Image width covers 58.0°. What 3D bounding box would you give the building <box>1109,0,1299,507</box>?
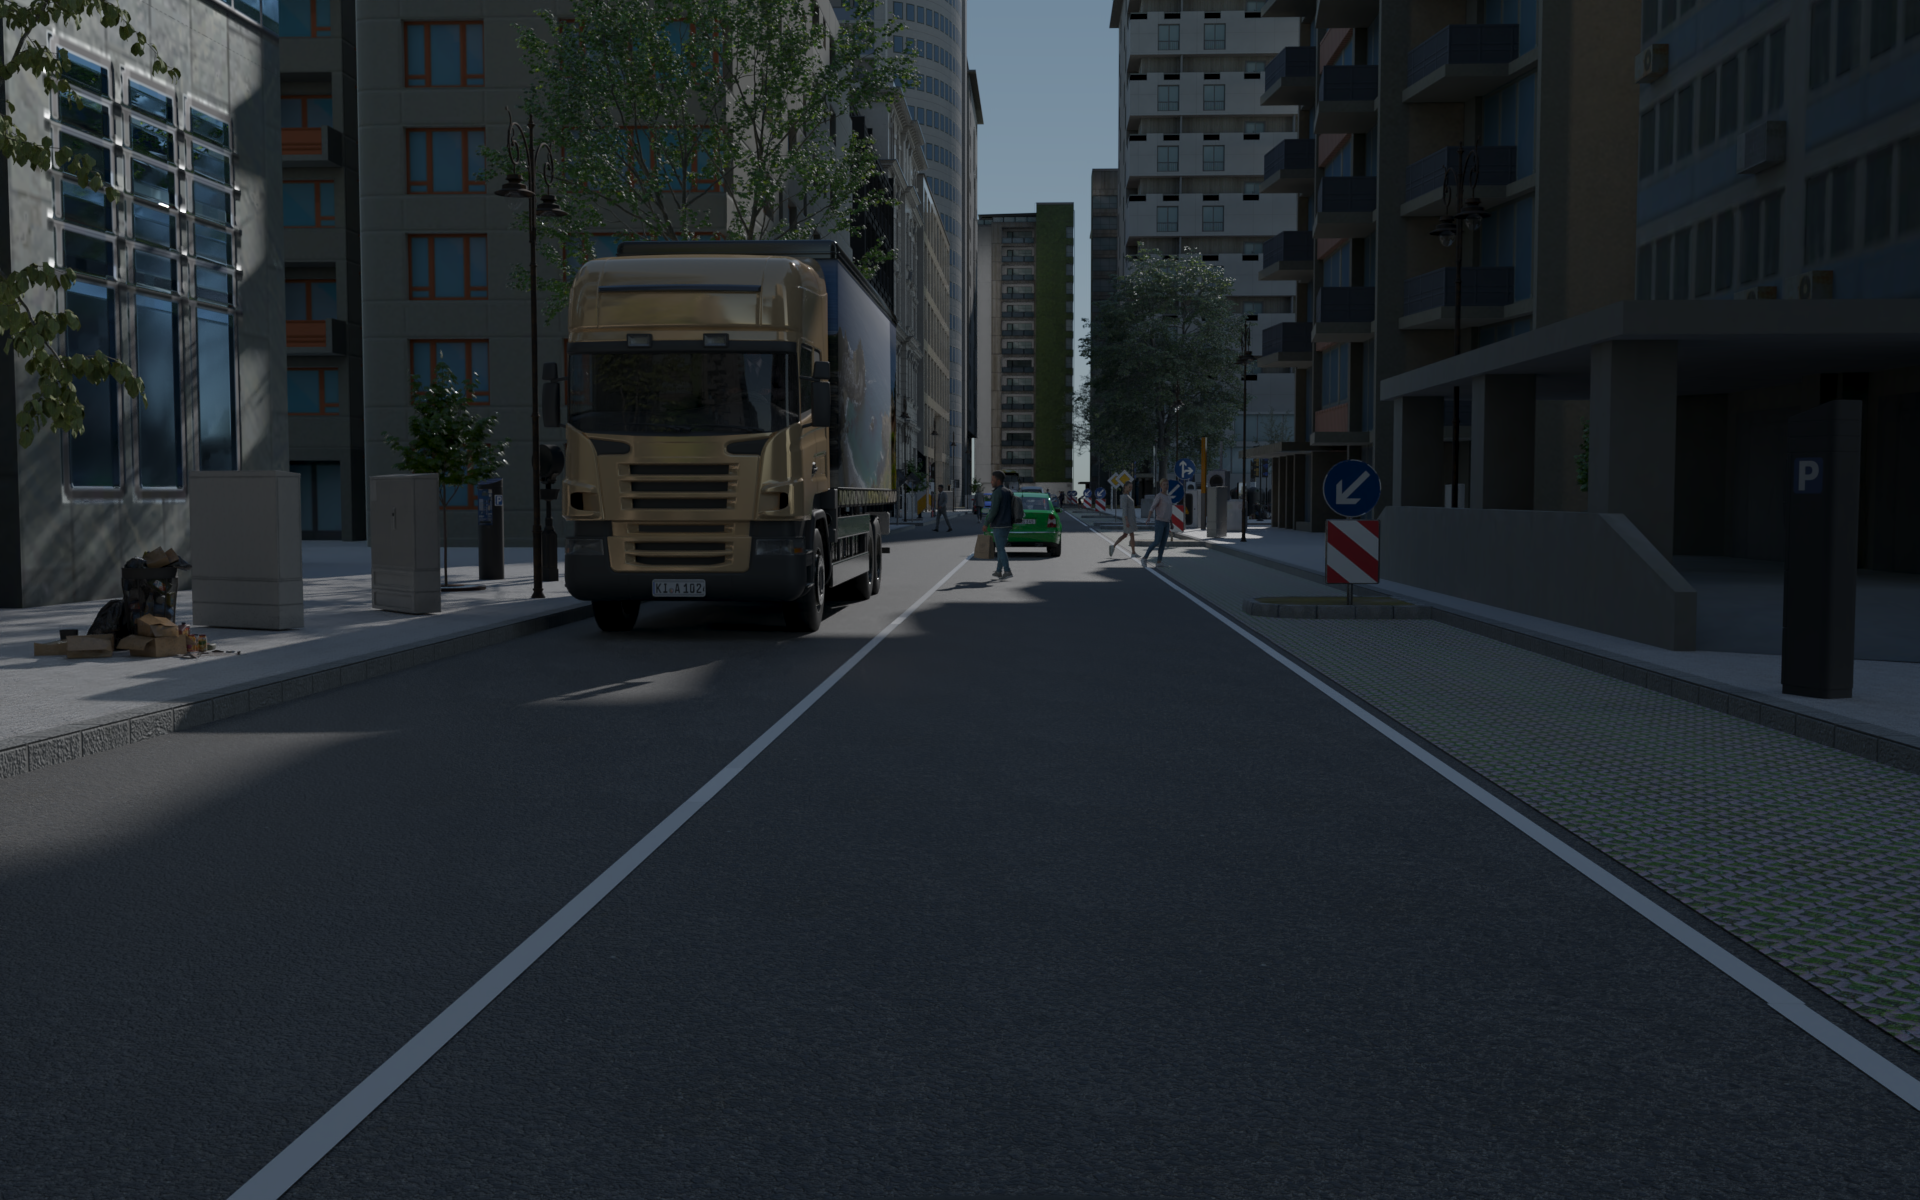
[{"bbox_3d":[29.228,-35.354,167.276,28.713,52.752,27.495,0,4,3],"label":"building"}]

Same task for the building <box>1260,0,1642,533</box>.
[{"bbox_3d":[21.196,-24.390,53.401,22.147,44.769,28.867,0,4,3],"label":"building"}]

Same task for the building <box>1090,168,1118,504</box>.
[{"bbox_3d":[23.508,-32.786,219.638,14.154,41.232,14.086,0,4,3],"label":"building"}]

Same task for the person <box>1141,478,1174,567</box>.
[{"bbox_3d":[3.794,-1.503,33.742,0.598,1.740,0.731,2,4,29],"label":"person"}]

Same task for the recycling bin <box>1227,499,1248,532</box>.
[{"bbox_3d":[9.459,-2.860,59.310,0.722,1.027,0.722,1,4,14],"label":"recycling bin"}]

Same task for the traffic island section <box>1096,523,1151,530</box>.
[{"bbox_3d":[6.715,-2.953,70.555,2.009,0.180,2.903,0,4,3],"label":"traffic island section"}]

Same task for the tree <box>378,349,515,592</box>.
[{"bbox_3d":[-6.959,-1.736,22.991,1.663,3.219,1.824,0,3,0],"label":"tree"}]

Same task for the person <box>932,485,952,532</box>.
[{"bbox_3d":[-0.664,-3.475,65.589,0.850,1.792,0.678,-2,4,-34],"label":"person"}]

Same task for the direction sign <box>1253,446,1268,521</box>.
[{"bbox_3d":[14.190,-5.491,81.775,0.876,3.537,0.379,-2,4,-29],"label":"direction sign"}]

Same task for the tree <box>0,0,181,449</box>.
[{"bbox_3d":[-5.828,-3.604,9.283,4.737,8.622,4.395,0,3,0],"label":"tree"}]

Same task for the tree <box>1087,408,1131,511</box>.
[{"bbox_3d":[11.959,-11.210,133.642,4.737,8.622,4.395,0,3,0],"label":"tree"}]

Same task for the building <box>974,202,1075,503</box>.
[{"bbox_3d":[9.030,-34.324,244.787,14.086,41.232,14.154,0,4,3],"label":"building"}]

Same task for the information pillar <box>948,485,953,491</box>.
[{"bbox_3d":[-0.803,-8.301,140.220,0.304,2.012,0.304,2,4,35],"label":"information pillar"}]

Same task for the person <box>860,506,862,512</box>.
[{"bbox_3d":[-4.192,-3.820,73.547,0.523,1.515,0.503,-2,4,-34],"label":"person"}]

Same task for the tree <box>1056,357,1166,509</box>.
[{"bbox_3d":[13.200,-14.525,147.858,12.009,13.543,11.850,0,3,0],"label":"tree"}]

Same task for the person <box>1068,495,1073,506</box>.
[{"bbox_3d":[12.886,-11.518,200.038,0.991,1.433,0.599,2,4,25],"label":"person"}]

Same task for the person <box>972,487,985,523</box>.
[{"bbox_3d":[0.885,-4.710,85.698,0.709,1.800,0.728,0,4,-4],"label":"person"}]

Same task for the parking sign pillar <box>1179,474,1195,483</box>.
[{"bbox_3d":[18.431,-9.311,140.707,1.447,3.967,1.447,0,4,4],"label":"parking sign pillar"}]

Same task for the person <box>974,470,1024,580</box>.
[{"bbox_3d":[0.635,-1.243,28.804,0.794,1.824,0.713,-3,5,-40],"label":"person"}]

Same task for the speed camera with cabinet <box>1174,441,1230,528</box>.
[{"bbox_3d":[9.057,-4.313,64.850,2.038,3.252,0.660,2,4,30],"label":"speed camera with cabinet"}]

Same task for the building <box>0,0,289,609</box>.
[{"bbox_3d":[-20.033,-42.570,8.690,22.319,86.520,31.000,0,4,3],"label":"building"}]

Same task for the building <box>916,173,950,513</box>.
[{"bbox_3d":[-11.309,-20.317,136.703,19.350,26.468,34.151,0,4,3],"label":"building"}]

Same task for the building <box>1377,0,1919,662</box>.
[{"bbox_3d":[22.237,-20.013,19.090,32.217,40.220,23.993,0,4,3],"label":"building"}]

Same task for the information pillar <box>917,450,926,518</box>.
[{"bbox_3d":[-2.028,-6.091,90.941,0.504,3.616,0.183,0,4,-5],"label":"information pillar"}]

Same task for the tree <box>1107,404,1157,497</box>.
[{"bbox_3d":[12.035,-10.480,121.711,4.360,8.622,3.978,0,3,0],"label":"tree"}]

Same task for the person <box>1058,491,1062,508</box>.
[{"bbox_3d":[9.994,-10.072,173.631,0.568,1.767,0.683,-1,4,-15],"label":"person"}]

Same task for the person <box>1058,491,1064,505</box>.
[{"bbox_3d":[12.874,-12.910,219.583,0.705,1.823,1.348,3,4,37],"label":"person"}]

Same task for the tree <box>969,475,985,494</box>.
[{"bbox_3d":[1.566,-11.001,174.471,1.663,3.219,1.824,0,3,0],"label":"tree"}]

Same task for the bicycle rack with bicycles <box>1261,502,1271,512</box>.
[{"bbox_3d":[19.500,-6.145,113.852,2.925,0.926,2.852,0,4,5],"label":"bicycle rack with bicycles"}]

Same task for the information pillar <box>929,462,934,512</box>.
[{"bbox_3d":[-1.950,-7.985,121.915,0.504,3.616,0.183,-1,4,-16],"label":"information pillar"}]

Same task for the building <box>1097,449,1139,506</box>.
[{"bbox_3d":[27.320,-53.999,195.556,22.319,86.520,31.000,0,4,3],"label":"building"}]

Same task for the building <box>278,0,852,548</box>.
[{"bbox_3d":[-19.310,-12.852,55.174,28.899,21.520,27.650,0,4,3],"label":"building"}]

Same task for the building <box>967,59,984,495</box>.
[{"bbox_3d":[-11.255,-38.264,214.847,27.495,52.752,28.713,0,4,3],"label":"building"}]

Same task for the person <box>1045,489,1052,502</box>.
[{"bbox_3d":[6.472,-7.304,127.943,0.581,1.822,0.654,1,4,11],"label":"person"}]

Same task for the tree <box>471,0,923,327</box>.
[{"bbox_3d":[-4.825,-6.503,32.077,9.928,11.665,9.643,0,3,0],"label":"tree"}]

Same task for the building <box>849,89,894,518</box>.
[{"bbox_3d":[-10.147,-15.789,87.820,12.332,23.373,15.834,0,4,3],"label":"building"}]

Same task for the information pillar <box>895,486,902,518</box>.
[{"bbox_3d":[-3.329,-5.471,93.947,0.304,2.012,0.304,2,4,31],"label":"information pillar"}]

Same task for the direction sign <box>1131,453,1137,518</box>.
[{"bbox_3d":[9.435,-6.254,94.254,0.379,3.537,0.876,1,4,22],"label":"direction sign"}]

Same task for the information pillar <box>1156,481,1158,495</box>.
[{"bbox_3d":[11.463,-5.837,99.932,0.304,2.012,0.304,-3,5,-42],"label":"information pillar"}]

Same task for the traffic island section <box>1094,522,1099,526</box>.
[{"bbox_3d":[7.083,-3.440,78.532,2.009,0.180,2.903,0,4,3],"label":"traffic island section"}]

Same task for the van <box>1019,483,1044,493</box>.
[{"bbox_3d":[3.996,-5.490,96.772,2.013,2.044,4.112,0,4,3],"label":"van"}]

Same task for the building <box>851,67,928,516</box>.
[{"bbox_3d":[-9.559,-19.567,107.313,14.401,28.519,23.554,0,4,3],"label":"building"}]

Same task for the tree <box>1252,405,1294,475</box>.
[{"bbox_3d":[26.166,-11.768,142.772,4.360,8.622,3.978,0,3,0],"label":"tree"}]

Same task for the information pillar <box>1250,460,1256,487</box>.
[{"bbox_3d":[19.853,-7.708,117.376,0.183,3.616,0.504,-2,4,-33],"label":"information pillar"}]

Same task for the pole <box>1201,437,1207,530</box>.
[{"bbox_3d":[8.787,-4.194,62.419,0.158,3.312,0.155,0,3,0],"label":"pole"}]

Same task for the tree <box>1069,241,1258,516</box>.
[{"bbox_3d":[10.492,-11.125,88.542,9.857,13.997,8.962,0,3,0],"label":"tree"}]

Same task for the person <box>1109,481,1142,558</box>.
[{"bbox_3d":[3.738,-1.818,38.968,0.760,1.731,0.466,-1,4,-22],"label":"person"}]

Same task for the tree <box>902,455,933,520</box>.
[{"bbox_3d":[-2.363,-5.489,84.339,1.663,3.219,1.824,0,3,0],"label":"tree"}]

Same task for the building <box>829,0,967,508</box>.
[{"bbox_3d":[-10.412,-38.262,167.580,21.231,58.520,28.212,0,4,3],"label":"building"}]

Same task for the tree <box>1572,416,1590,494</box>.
[{"bbox_3d":[13.525,-2.585,36.874,1.663,3.219,1.824,0,3,0],"label":"tree"}]

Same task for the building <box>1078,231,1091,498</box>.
[{"bbox_3d":[31.472,-36.271,247.654,28.867,44.769,22.147,0,4,3],"label":"building"}]

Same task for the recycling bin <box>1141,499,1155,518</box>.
[{"bbox_3d":[10.119,-4.920,92.996,0.722,1.027,0.722,1,4,15],"label":"recycling bin"}]
